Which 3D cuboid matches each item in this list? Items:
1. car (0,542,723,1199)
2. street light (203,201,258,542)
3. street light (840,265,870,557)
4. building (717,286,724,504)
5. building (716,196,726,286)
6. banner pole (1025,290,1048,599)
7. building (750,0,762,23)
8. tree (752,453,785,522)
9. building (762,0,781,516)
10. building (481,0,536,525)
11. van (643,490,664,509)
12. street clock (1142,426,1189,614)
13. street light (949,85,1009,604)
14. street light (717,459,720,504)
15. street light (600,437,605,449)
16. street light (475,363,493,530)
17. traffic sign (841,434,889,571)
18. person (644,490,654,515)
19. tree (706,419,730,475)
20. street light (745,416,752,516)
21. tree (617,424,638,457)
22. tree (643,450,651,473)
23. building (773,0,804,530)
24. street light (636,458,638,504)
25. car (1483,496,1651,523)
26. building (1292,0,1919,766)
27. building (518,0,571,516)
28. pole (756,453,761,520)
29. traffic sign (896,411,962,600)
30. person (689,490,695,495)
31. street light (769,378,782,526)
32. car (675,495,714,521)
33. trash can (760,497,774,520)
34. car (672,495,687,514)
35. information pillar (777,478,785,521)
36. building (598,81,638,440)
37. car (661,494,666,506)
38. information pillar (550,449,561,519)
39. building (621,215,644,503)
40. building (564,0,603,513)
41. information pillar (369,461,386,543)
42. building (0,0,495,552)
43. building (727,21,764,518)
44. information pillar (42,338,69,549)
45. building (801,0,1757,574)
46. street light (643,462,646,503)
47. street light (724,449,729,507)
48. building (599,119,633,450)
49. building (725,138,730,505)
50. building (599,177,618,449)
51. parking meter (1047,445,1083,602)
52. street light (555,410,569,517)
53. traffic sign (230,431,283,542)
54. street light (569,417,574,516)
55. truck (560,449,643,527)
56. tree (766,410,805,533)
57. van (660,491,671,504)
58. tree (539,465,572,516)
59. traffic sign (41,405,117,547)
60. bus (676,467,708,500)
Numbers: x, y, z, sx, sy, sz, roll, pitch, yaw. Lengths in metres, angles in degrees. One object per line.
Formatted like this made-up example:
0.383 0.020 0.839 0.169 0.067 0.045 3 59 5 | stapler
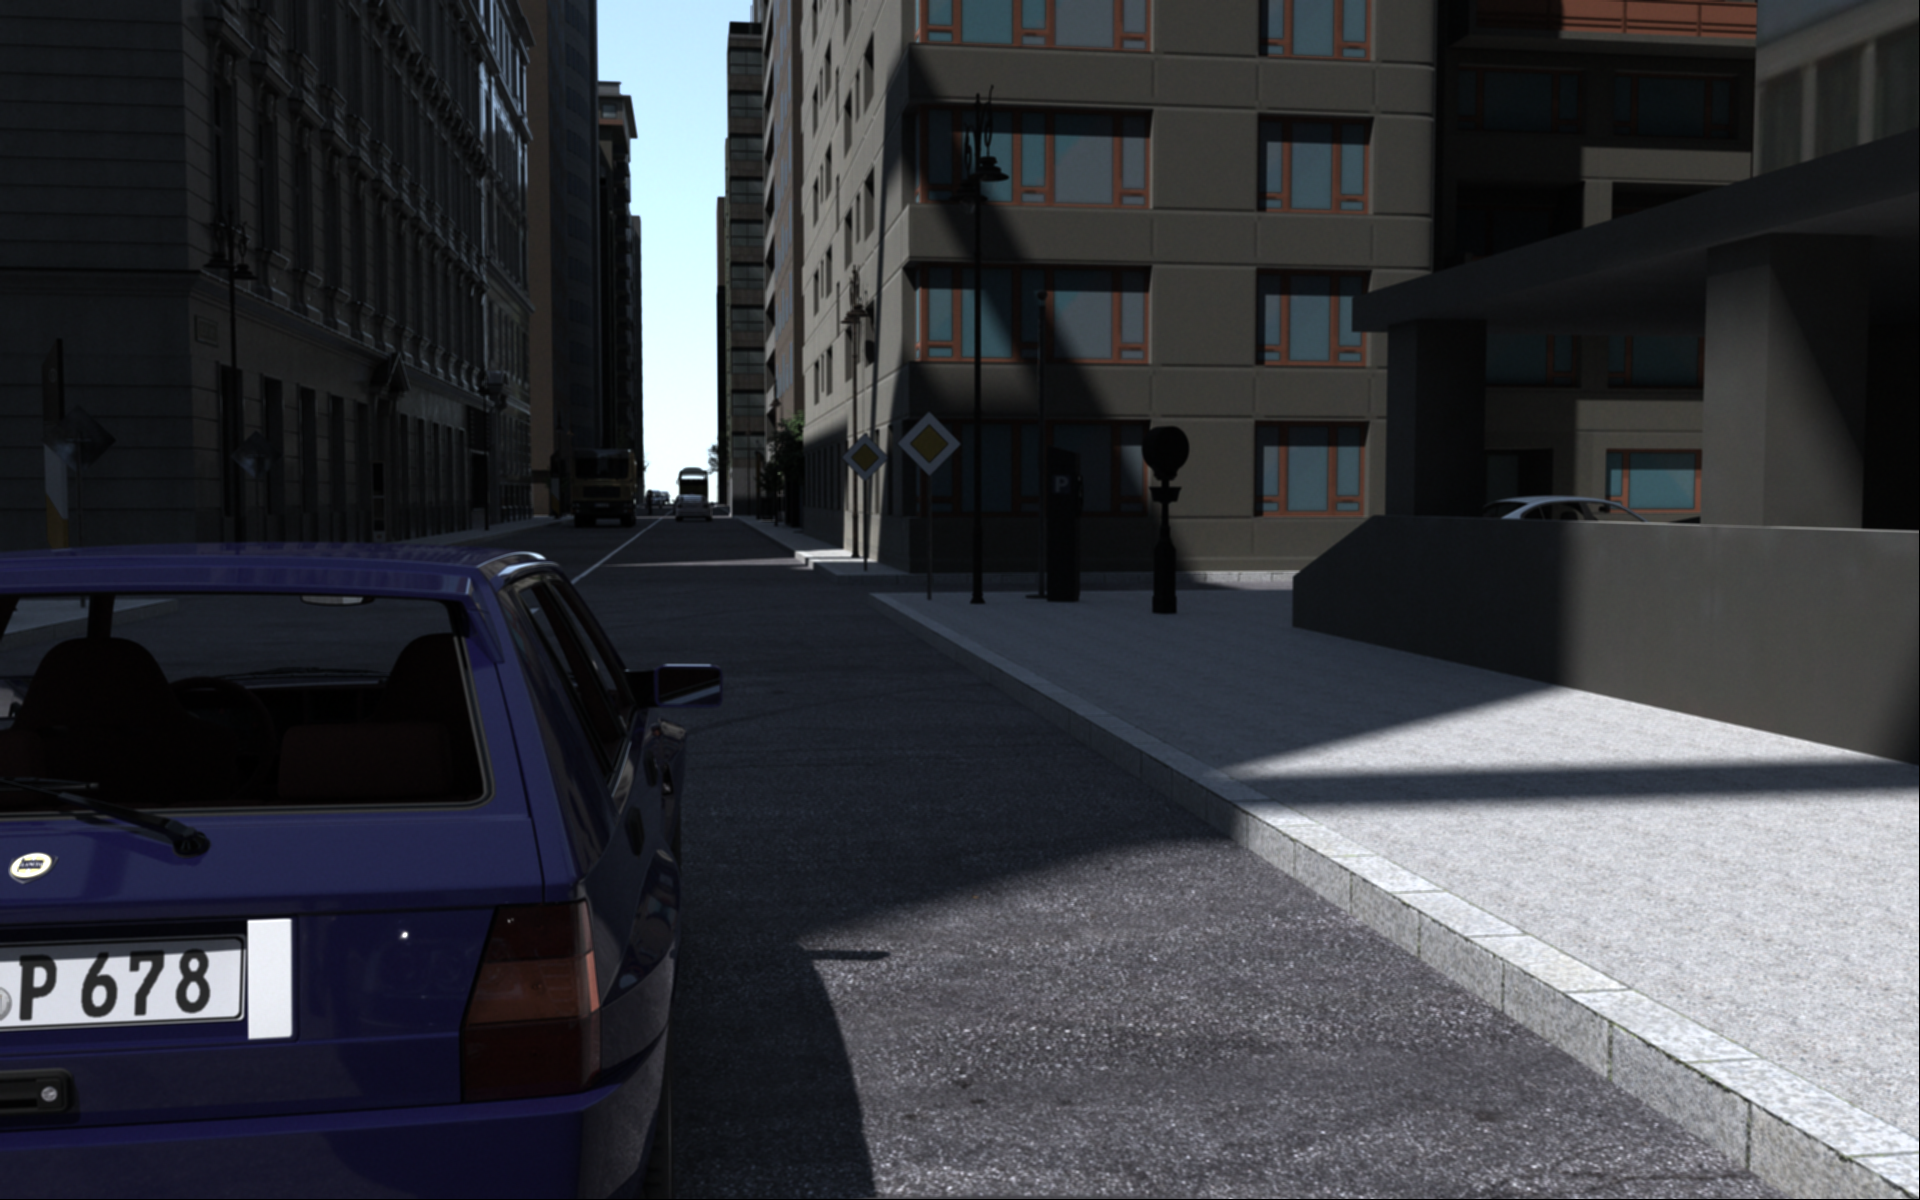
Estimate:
-1.540 0.515 4.162 1.945 1.354 3.894 -1 4 -9 | car
-11.614 -3.360 27.727 0.468 5.910 1.993 -1 4 -9 | street light
-2.127 -3.810 35.084 0.468 5.910 1.993 -1 4 -9 | street light
-26.670 -28.688 240.749 14.160 30.474 14.107 -1 4 -9 | building
-28.579 -36.954 254.313 14.600 45.320 14.200 -1 4 -9 | building
1.001 -1.928 21.539 0.401 3.779 0.863 0 4 -2 | banner pole
-9.762 -33.331 164.577 23.786 49.044 30.456 -1 4 -9 | building
-8.762 -5.201 79.632 1.663 3.219 1.824 0 3 0 | tree
0.474 -28.739 93.583 21.300 48.544 21.600 -1 4 -9 | building
-26.971 -17.933 79.109 13.634 28.700 20.117 -1 4 -9 | building
-30.671 -10.171 173.299 2.013 2.044 4.112 -1 4 -10 | van
2.202 -0.858 18.598 0.471 2.002 0.358 -2 4 -31 | street clock
0.207 -2.897 20.147 0.468 5.910 1.993 -1 4 -9 | street light
-31.530 -15.566 227.290 0.468 5.910 1.993 -1 4 -9 | street light
-28.201 -10.036 136.874 0.468 5.910 1.993 -1 4 -9 | street light
-16.746 -5.402 61.115 0.468 5.910 1.993 -1 4 -9 | street light
-1.581 -1.541 28.845 0.795 2.450 0.064 -1 4 -9 | traffic sign
-21.480 -6.751 119.597 0.721 1.743 1.217 -3 5 -43 | person
-24.183 -15.472 187.383 7.601 10.594 8.767 2 4 30 | tree
-12.539 -7.952 102.801 0.468 5.910 1.993 -1 4 -9 | street light
-35.281 -13.953 178.497 4.737 8.622 4.395 0 3 0 | tree
-48.408 -18.901 259.386 4.360 8.622 3.978 0 3 0 | tree
-0.049 -25.525 67.451 14.600 45.320 14.200 -1 4 -9 | building
-40.817 -15.072 219.207 0.468 5.910 1.993 -1 4 -9 | street light
8.957 -0.795 24.994 4.499 1.417 2.014 -1 4 -9 | car
20.187 -19.525 11.120 32.217 40.220 23.993 -1 4 -9 | building
-32.045 -27.990 107.744 14.600 45.320 14.200 -1 4 -9 | building
-10.136 -5.702 87.067 0.158 3.312 0.155 0 3 0 | pole
-0.375 -1.059 20.951 0.795 2.450 0.064 -1 4 -9 | traffic sign
-18.867 -6.888 122.065 0.756 1.711 0.436 1 4 19 | person
-7.334 -5.881 68.935 0.468 5.910 1.993 -1 4 -9 | street light
-14.166 -4.887 92.262 2.083 1.381 4.827 0 4 -7 | car
-9.554 -4.539 85.861 0.748 1.137 0.748 0 3 0 | trash can
-19.829 -6.915 125.421 2.083 1.381 4.827 -1 4 -10 | car
-8.371 -4.703 81.387 0.304 2.012 0.304 3 5 40 | information pillar
-56.399 -38.827 224.053 28.713 52.752 27.495 -1 4 -9 | building
-38.064 -12.612 218.206 2.014 1.417 4.499 -1 4 -11 | car
-20.814 -5.975 89.040 0.183 3.616 0.504 3 5 39 | information pillar
-52.442 -34.409 246.176 14.154 41.232 14.086 -1 4 -9 | building
-38.130 -35.836 127.922 21.231 58.520 28.212 -1 4 -9 | building
-12.993 -2.090 38.670 0.304 2.012 0.304 -2 4 -24 | information pillar
-23.416 -16.561 47.180 17.030 29.872 44.131 -1 4 -9 | building
-7.791 -20.751 110.985 14.160 30.474 14.107 -1 4 -9 | building
-13.676 -2.131 26.196 0.504 3.616 0.183 2 4 35 | information pillar
11.389 -12.109 43.022 28.899 21.520 27.650 -1 4 -9 | building
-46.104 -17.150 253.186 0.468 5.910 1.993 -1 4 -9 | street light
-23.979 -12.551 178.003 0.468 5.910 1.993 -1 4 -9 | street light
-48.848 -33.172 196.983 22.147 44.769 28.867 -1 4 -9 | building
-20.320 -31.751 202.723 14.154 41.232 14.086 -1 4 -9 | building
-40.051 -24.017 164.374 14.160 30.474 14.107 -1 4 -9 | building
1.252 -0.914 20.663 0.399 1.863 0.255 1 4 17 | parking meter
-21.961 -7.480 95.082 0.468 5.910 1.993 -1 4 -9 | street light
-11.118 -1.454 27.414 0.795 2.450 0.064 -1 4 -9 | traffic sign
-23.228 -7.992 103.462 0.468 5.910 1.993 -1 4 -9 | street light
-15.719 -4.943 76.750 3.469 3.379 9.791 -1 4 -9 | truck
-4.785 -4.536 57.874 4.285 4.588 4.351 0 3 0 | tree
-43.591 -15.169 255.030 2.013 2.044 4.112 -1 4 -9 | van
-23.142 -6.443 99.937 1.663 3.219 1.824 0 3 0 | tree
-9.912 -0.971 19.520 0.795 2.450 0.064 -1 4 -9 | traffic sign
-24.616 -10.274 159.520 2.896 3.916 12.252 -1 4 -10 | bus
